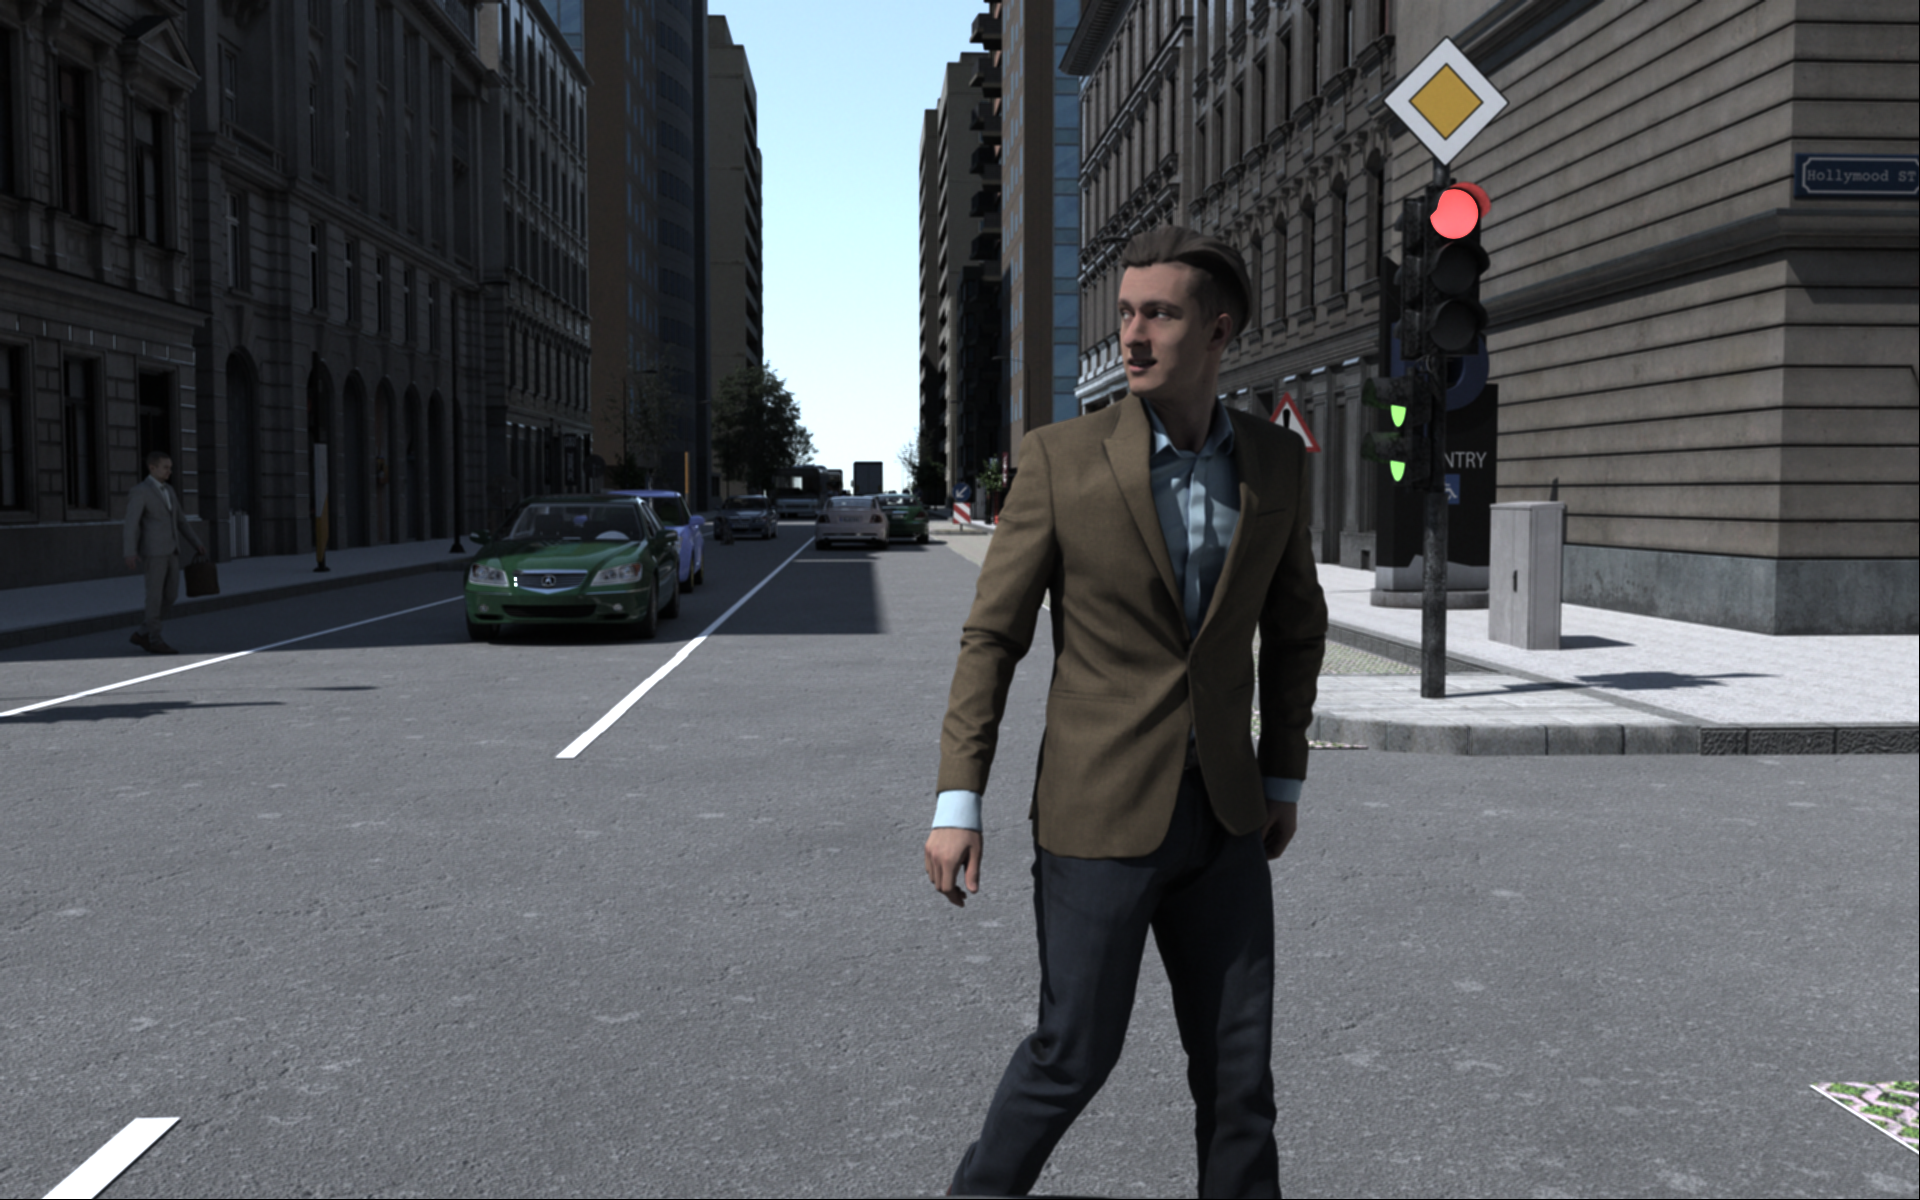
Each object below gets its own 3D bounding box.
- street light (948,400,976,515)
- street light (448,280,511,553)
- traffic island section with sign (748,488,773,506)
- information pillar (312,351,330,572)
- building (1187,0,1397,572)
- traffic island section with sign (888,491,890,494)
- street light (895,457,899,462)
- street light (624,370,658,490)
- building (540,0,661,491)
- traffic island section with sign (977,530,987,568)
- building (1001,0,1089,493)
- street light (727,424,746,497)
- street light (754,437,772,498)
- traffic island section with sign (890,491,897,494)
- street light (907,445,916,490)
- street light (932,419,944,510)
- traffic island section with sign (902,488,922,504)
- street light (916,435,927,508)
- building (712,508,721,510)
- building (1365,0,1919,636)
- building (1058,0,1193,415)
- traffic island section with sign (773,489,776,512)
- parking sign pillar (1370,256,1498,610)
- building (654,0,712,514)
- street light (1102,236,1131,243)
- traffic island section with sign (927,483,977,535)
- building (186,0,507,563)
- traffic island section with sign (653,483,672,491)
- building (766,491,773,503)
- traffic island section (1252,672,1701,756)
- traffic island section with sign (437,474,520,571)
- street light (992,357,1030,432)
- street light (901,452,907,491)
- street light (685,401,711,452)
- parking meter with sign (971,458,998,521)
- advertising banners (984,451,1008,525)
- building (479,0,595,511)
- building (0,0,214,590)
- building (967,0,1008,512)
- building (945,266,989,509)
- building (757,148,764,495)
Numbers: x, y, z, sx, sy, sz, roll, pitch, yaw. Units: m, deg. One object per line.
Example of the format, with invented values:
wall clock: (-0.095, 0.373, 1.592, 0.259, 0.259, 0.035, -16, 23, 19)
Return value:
street light: (0.198, -6.935, 85.920, 1.470, 5.913, 1.316, 0, 4, -3)
street light: (-10.440, -3.984, 37.675, 1.470, 5.913, 1.316, 0, 4, -3)
traffic island section with sign: (-13.052, -6.175, 109.583, 1.989, 1.847, 2.006, 0, 4, -3)
information pillar: (-10.574, -2.281, 28.642, 0.183, 3.616, 0.504, 0, 4, -6)
building: (11.056, -11.441, 36.204, 9.793, 20.994, 18.267, 0, 4, -3)
traffic island section with sign: (-7.488, -11.285, 193.130, 1.989, 1.847, 2.006, 0, 4, -3)
street light: (-7.066, -15.002, 217.815, 1.470, 5.913, 1.316, 0, 4, -3)
street light: (-11.986, -5.645, 64.832, 1.470, 5.913, 1.316, 0, 4, -3)
building: (-23.708, -26.974, 91.132, 14.600, 45.320, 14.200, 0, 4, -3)
traffic island section with sign: (1.427, -1.513, 33.361, 1.989, 1.847, 2.006, 0, 4, -3)
building: (9.738, -27.202, 94.865, 14.600, 45.320, 14.200, 0, 4, -3)
street light: (-14.854, -8.701, 114.801, 1.470, 5.913, 1.316, 0, 4, -3)
street light: (-16.307, -10.373, 142.139, 1.470, 5.913, 1.316, 0, 4, -3)
traffic island section with sign: (-4.393, -7.896, 137.724, 1.989, 1.847, 2.006, 0, 4, -3)
street light: (-4.018, -11.610, 162.361, 1.470, 5.913, 1.316, 0, 4, -3)
street light: (-0.959, -8.254, 107.501, 1.470, 5.913, 1.316, 0, 4, -3)
traffic island section with sign: (-2.833, -6.184, 109.729, 1.989, 1.847, 2.006, 0, 4, -3)
street light: (-2.455, -9.949, 135.206, 1.470, 5.913, 1.316, 0, 4, -3)
building: (-35.840, -27.304, 138.305, 32.217, 40.220, 23.993, 0, 4, -3)
building: (23.976, -12.349, 20.986, 34.723, 24.649, 14.460, 0, 4, -3)
building: (9.145, -13.133, 65.634, 10.553, 20.767, 40.483, 0, 4, -3)
traffic island section with sign: (-14.600, -7.862, 137.167, 1.989, 1.847, 2.006, 0, 4, -3)
parking sign pillar: (5.454, -1.915, 19.782, 1.447, 3.967, 1.447, -1, 4, -14)
building: (-28.070, -34.868, 112.084, 21.231, 58.520, 28.212, 0, 4, -3)
street light: (3.244, -3.597, 31.353, 1.470, 5.913, 1.316, 0, 4, -3)
traffic island section with sign: (-0.097, -3.184, 60.688, 1.989, 1.847, 2.006, 0, 4, -3)
building: (-20.214, -12.278, 42.551, 13.314, 21.916, 24.055, 0, 4, -3)
traffic island section with sign: (-10.302, -3.147, 60.081, 1.989, 1.847, 2.006, 0, 4, -3)
building: (-39.755, -32.145, 217.453, 32.217, 40.220, 23.993, 0, 4, -3)
traffic island section: (3.005, 0.694, 10.927, 2.009, 0.180, 2.903, 0, 4, -3)
traffic island section with sign: (-8.790, -1.501, 33.168, 1.989, 1.847, 2.006, 0, 4, -3)
street light: (1.789, -5.274, 58.766, 1.470, 5.913, 1.316, 0, 4, -3)
street light: (-5.566, -13.332, 190.517, 1.470, 5.913, 1.316, 0, 4, -3)
street light: (-13.113, -6.968, 86.468, 1.470, 5.913, 1.316, 0, 4, -3)
parking meter with sign: (1.140, -5.374, 84.132, 0.543, 3.016, 1.738, -2, 4, -33)
advertising banners: (1.517, -4.624, 71.792, 0.090, 3.025, 2.074, -2, 4, -26)
building: (-19.762, -13.142, 64.014, 9.793, 20.994, 18.267, 0, 4, -3)
building: (-17.372, -9.536, 20.549, 10.561, 19.102, 19.286, 0, 4, -3)
building: (12.027, -28.251, 116.536, 22.147, 44.769, 28.867, 0, 4, -3)
building: (13.235, -18.447, 146.644, 27.650, 21.520, 28.899, 0, 4, -3)
building: (-29.971, -31.486, 198.397, 14.154, 41.232, 14.086, 0, 4, -3)
